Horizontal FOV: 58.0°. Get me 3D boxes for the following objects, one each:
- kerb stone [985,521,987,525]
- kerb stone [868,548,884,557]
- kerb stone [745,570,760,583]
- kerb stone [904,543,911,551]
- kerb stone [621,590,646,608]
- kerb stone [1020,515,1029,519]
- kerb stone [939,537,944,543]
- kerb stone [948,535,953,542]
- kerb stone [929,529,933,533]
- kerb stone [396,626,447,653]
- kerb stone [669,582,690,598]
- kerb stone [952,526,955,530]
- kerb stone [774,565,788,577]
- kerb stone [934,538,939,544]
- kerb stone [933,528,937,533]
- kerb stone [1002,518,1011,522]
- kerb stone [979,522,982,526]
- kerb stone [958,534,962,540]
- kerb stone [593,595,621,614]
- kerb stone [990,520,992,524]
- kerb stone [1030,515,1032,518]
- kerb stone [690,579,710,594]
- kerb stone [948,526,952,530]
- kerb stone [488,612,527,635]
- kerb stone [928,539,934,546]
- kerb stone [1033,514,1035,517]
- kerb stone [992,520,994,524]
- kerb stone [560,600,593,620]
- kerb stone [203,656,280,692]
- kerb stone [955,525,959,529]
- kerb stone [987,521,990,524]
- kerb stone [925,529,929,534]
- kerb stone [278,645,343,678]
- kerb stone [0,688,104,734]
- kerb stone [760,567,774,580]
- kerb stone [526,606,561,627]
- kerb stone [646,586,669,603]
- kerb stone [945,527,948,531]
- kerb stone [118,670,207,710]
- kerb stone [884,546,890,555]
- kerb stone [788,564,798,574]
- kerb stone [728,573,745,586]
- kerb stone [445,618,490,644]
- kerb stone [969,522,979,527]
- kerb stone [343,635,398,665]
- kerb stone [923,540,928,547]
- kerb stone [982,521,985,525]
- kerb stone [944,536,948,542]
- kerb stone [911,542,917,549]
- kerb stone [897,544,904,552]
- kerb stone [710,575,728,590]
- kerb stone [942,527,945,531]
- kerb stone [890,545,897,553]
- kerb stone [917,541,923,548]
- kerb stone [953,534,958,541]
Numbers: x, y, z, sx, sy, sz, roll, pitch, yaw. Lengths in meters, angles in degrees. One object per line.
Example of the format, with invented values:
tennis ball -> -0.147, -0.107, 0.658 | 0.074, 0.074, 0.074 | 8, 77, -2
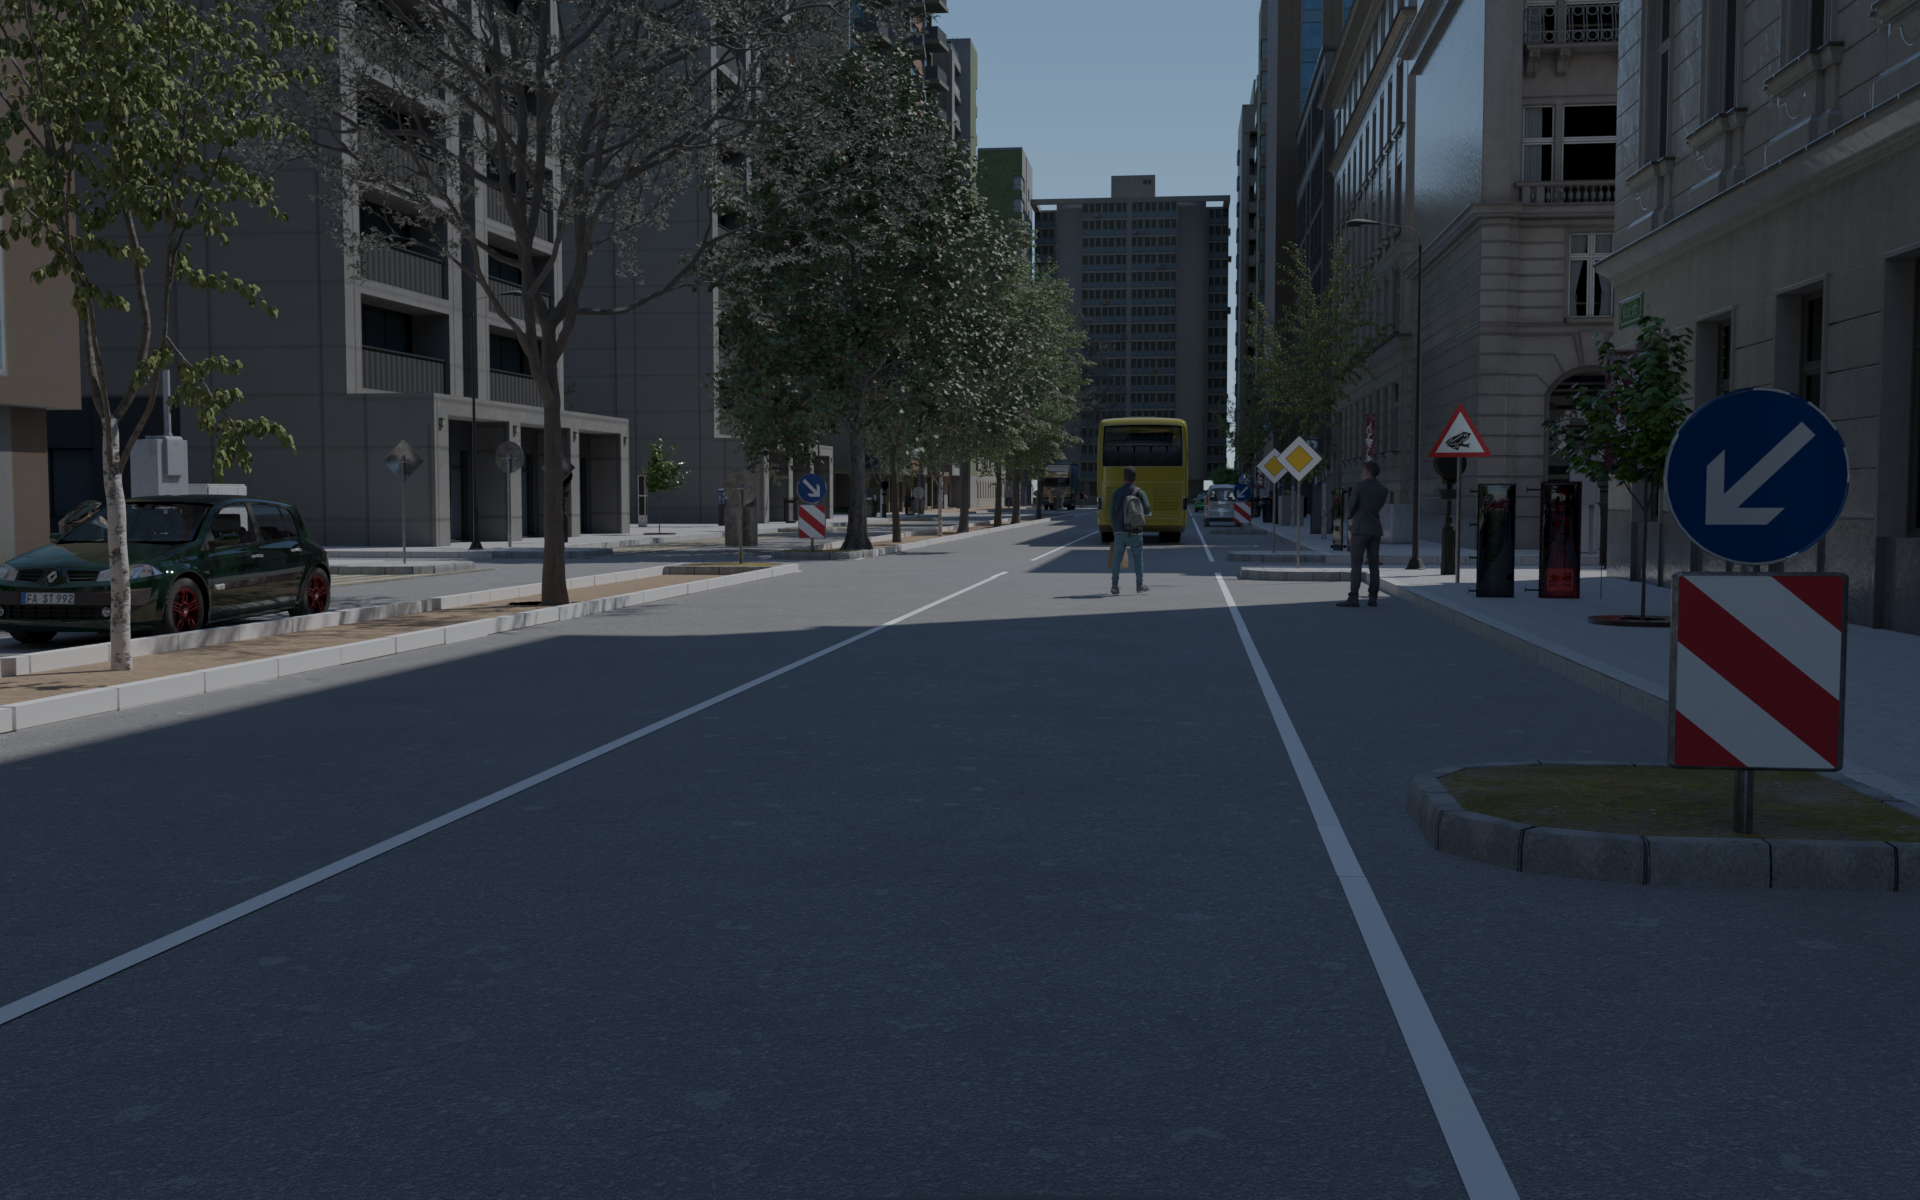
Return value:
kerb stone -> 1.029, -3.526, 79.913 | 0.120, 0.150, 1.000 | 0, 4, 7
kerb stone -> -1.967, -1.087, 39.972 | 0.120, 0.150, 1.000 | 0, 4, 7
kerb stone -> -3.485, -0.366, 28.257 | 0.120, 0.150, 1.000 | 0, 4, 7
kerb stone -> -1.456, -1.335, 44.049 | 0.120, 0.150, 1.000 | 0, 4, 7
kerb stone -> -4.264, 0.005, 22.152 | 0.120, 0.150, 1.000 | 0, 4, 7
kerb stone -> 3.770, -4.835, 101.244 | 0.120, 0.150, 1.000 | 0, 4, 7
kerb stone -> -0.674, -1.707, 50.153 | 0.120, 0.150, 1.000 | 0, 4, 7
kerb stone -> -0.414, -1.835, 52.194 | 0.120, 0.150, 1.000 | 0, 4, 7
kerb stone -> -1.192, -2.464, 62.621 | 0.120, 0.150, 1.000 | 0, 4, 7
kerb stone -> -5.046, 0.377, 16.033 | 0.120, 0.150, 1.000 | 0, 4, 7
kerb stone -> -4.010, -0.122, 24.192 | 0.120, 0.150, 1.000 | 0, 4, 7
kerb stone -> -0.408, -2.838, 68.739 | 0.120, 0.150, 1.000 | 0, 4, 7
kerb stone -> -3.217, -0.495, 30.292 | 0.120, 0.150, 1.000 | 0, 4, 7
kerb stone -> -0.803, -1.648, 49.134 | 0.120, 0.150, 1.000 | 0, 4, 7
kerb stone -> -1.062, -2.530, 63.649 | 0.120, 0.150, 1.000 | 0, 4, 7
kerb stone -> 2.467, -4.214, 91.102 | 0.120, 0.150, 1.000 | 0, 4, 7
kerb stone -> 0.758, -3.405, 77.886 | 0.120, 0.150, 1.000 | 0, 4, 7
kerb stone -> -0.145, -1.960, 54.236 | 0.120, 0.150, 1.000 | 0, 4, 7
kerb stone -> -4.389, 0.065, 21.138 | 0.120, 0.150, 1.000 | 0, 4, 7
kerb stone -> 1.291, -3.653, 81.948 | 0.120, 0.150, 1.000 | 0, 4, 7
kerb stone -> 4.026, -4.958, 103.279 | 0.120, 0.150, 1.000 | 0, 4, 7
kerb stone -> -3.870, -0.184, 25.206 | 0.120, 0.150, 1.000 | 0, 4, 7
kerb stone -> -0.539, -2.784, 67.720 | 0.120, 0.150, 1.000 | 0, 4, 7
kerb stone -> -4.793, 0.253, 18.072 | 0.120, 0.150, 1.000 | 0, 4, 7
kerb stone -> -0.936, -1.585, 48.114 | 0.120, 0.150, 1.000 | 0, 4, 7
kerb stone -> 4.288, -5.080, 105.316 | 0.120, 0.150, 1.000 | 0, 4, 7
kerb stone -> 1.411, -3.715, 82.967 | 0.120, 0.150, 1.000 | 0, 4, 7
kerb stone -> -4.519, 0.128, 20.108 | 0.120, 0.150, 1.000 | 0, 4, 7
kerb stone -> -5.433, 0.563, 12.988 | 0.120, 0.150, 1.000 | 0, 4, 7
kerb stone -> -0.275, -2.907, 69.756 | 0.120, 0.150, 1.000 | 0, 4, 7
kerb stone -> 1.159, -3.593, 80.934 | 0.120, 0.150, 1.000 | 0, 4, 7
kerb stone -> -1.314, -2.407, 61.605 | 0.120, 0.150, 1.000 | 0, 4, 7
kerb stone -> -5.305, 0.501, 14.003 | 0.120, 0.150, 1.000 | 0, 4, 7
kerb stone -> -5.695, 0.687, 10.961 | 0.120, 0.150, 1.000 | 0, 4, 7
kerb stone -> -3.354, -0.429, 29.274 | 0.120, 0.150, 1.000 | 0, 4, 7
kerb stone -> -4.659, 0.190, 19.092 | 0.120, 0.150, 1.000 | 0, 4, 7
kerb stone -> -4.135, -0.060, 23.171 | 0.120, 0.150, 1.000 | 0, 4, 7
kerb stone -> -0.670, -2.720, 66.704 | 0.120, 0.150, 1.000 | 0, 4, 7
kerb stone -> -5.563, 0.625, 11.974 | 0.120, 0.150, 1.000 | 0, 4, 7
kerb stone -> -1.851, -1.149, 40.989 | 0.120, 0.150, 1.000 | 0, 4, 7
kerb stone -> -3.089, -0.557, 31.306 | 0.120, 0.150, 1.000 | 0, 4, 7
kerb stone -> -3.607, -0.309, 27.242 | 0.120, 0.150, 1.000 | 0, 4, 7
kerb stone -> -4.908, 0.315, 17.048 | 0.120, 0.150, 1.000 | 0, 4, 7
kerb stone -> 0.635, -3.344, 76.871 | 0.120, 0.150, 1.000 | 0, 4, 7
kerb stone -> -5.182, 0.443, 15.020 | 0.120, 0.150, 1.000 | 0, 4, 7
kerb stone -> -1.061, -1.521, 47.095 | 0.120, 0.150, 1.000 | 0, 4, 7
kerb stone -> 0.898, -3.466, 78.899 | 0.120, 0.150, 1.000 | 0, 4, 7
kerb stone -> -0.545, -1.772, 51.167 | 0.120, 0.150, 1.000 | 0, 4, 7
kerb stone -> -1.325, -1.399, 45.068 | 0.120, 0.150, 1.000 | 0, 4, 7
kerb stone -> -1.588, -1.269, 43.033 | 0.120, 0.150, 1.000 | 0, 4, 7
kerb stone -> -3.738, -0.244, 26.224 | 0.120, 0.150, 1.000 | 0, 4, 7
kerb stone -> -0.803, -2.660, 65.681 | 0.120, 0.150, 1.000 | 0, 4, 7
kerb stone -> -1.718, -1.212, 42.005 | 0.120, 0.150, 1.000 | 0, 4, 7
kerb stone -> -1.192, -1.452, 46.082 | 0.120, 0.150, 1.000 | 0, 4, 7
kerb stone -> -0.273, -1.898, 53.222 | 0.120, 0.150, 1.000 | 0, 4, 7
